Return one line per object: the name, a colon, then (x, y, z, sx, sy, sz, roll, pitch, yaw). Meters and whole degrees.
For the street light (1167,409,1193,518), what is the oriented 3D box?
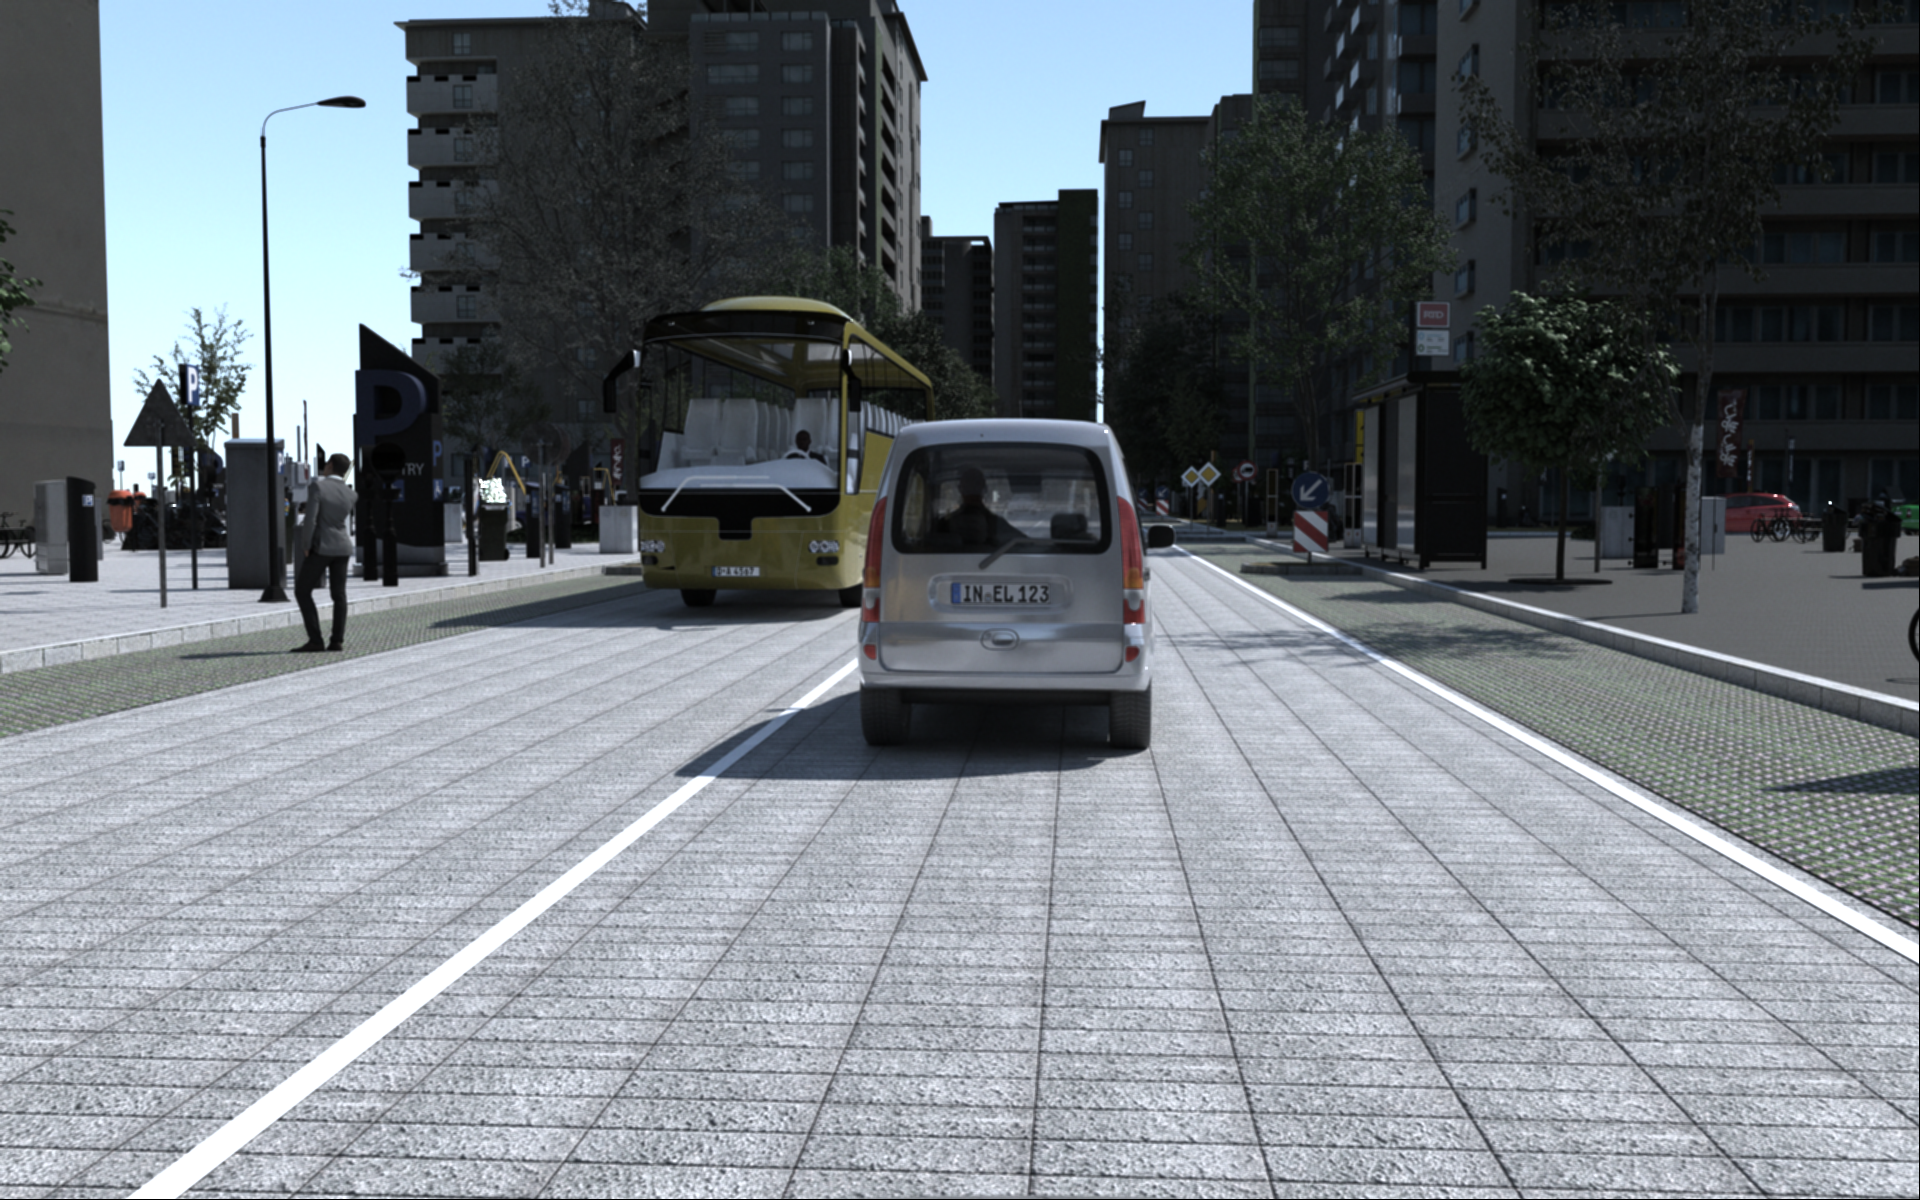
street light: (11.963, -7.443, 94.240, 1.470, 5.913, 1.316, 0, 4, 4)

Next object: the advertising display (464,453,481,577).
advertising display: (-7.687, -1.353, 27.334, 0.123, 1.923, 0.974, -1, 4, -9)

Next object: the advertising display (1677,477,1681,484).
advertising display: (26.762, -3.628, 64.537, 0.123, 1.923, 0.974, 2, 4, 24)

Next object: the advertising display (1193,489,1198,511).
advertising display: (15.946, -6.724, 115.156, 0.974, 1.923, 0.123, 0, 4, -7)

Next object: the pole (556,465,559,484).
pole: (-26.512, -7.361, 114.189, 0.158, 3.312, 0.155, 0, 3, 0)

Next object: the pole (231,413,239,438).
pole: (-18.203, -3.042, 43.580, 0.158, 3.312, 0.155, 0, 3, 0)

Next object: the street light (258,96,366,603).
street light: (-7.630, -2.928, 20.407, 1.470, 5.913, 1.316, 0, 4, 4)

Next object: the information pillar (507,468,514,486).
information pillar: (-27.763, -7.076, 107.040, 0.504, 3.616, 0.183, 2, 4, 23)

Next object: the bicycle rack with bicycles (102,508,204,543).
bicycle rack with bicycles: (-21.752, -1.925, 44.863, 2.852, 0.926, 2.925, 0, 4, 4)

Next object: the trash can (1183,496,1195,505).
trash can: (14.060, -5.776, 106.084, 0.748, 1.137, 0.748, 0, 3, 0)

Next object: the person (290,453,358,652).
person: (-5.761, -0.429, 15.697, 0.592, 1.802, 0.473, -3, 5, -44)

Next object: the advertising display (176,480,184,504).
advertising display: (-37.086, -4.718, 82.349, 0.123, 1.923, 0.974, -1, 4, -10)

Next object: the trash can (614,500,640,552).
trash can: (-7.358, -1.652, 38.661, 0.748, 1.137, 0.748, 0, 3, 0)

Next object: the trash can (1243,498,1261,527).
trash can: (11.387, -3.414, 67.465, 0.748, 1.137, 0.748, 0, 3, 0)

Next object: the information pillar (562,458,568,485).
information pillar: (-22.516, -6.579, 98.929, 0.504, 3.616, 0.183, 0, 4, -8)

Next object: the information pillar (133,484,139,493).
information pillar: (-58.586, -7.258, 123.152, 0.304, 2.012, 0.304, -3, 5, -40)

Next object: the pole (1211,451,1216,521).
pole: (11.881, -5.344, 81.222, 0.158, 3.312, 0.155, 0, 3, 0)

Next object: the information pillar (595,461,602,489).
information pillar: (-25.163, -7.903, 120.571, 0.504, 3.616, 0.183, -2, 4, -33)

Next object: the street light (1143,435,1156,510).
street light: (14.699, -9.990, 135.879, 1.470, 5.913, 1.316, 0, 4, 4)

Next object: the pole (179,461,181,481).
pole: (-48.716, -7.002, 108.319, 0.158, 3.312, 0.155, 0, 3, 0)

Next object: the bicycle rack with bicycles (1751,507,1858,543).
bicycle rack with bicycles: (22.406, -2.005, 46.162, 2.925, 0.926, 2.852, -1, 4, -12)

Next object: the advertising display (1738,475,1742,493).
advertising display: (26.853, -3.329, 59.651, 0.123, 1.923, 0.974, 2, 4, 25)

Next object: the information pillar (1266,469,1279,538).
information pillar: (9.221, -2.851, 51.108, 0.304, 2.012, 0.304, 1, 4, 17)

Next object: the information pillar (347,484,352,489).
information pillar: (-45.191, -7.574, 128.324, 0.304, 2.012, 0.304, -2, 4, -33)

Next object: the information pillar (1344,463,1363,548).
information pillar: (9.318, -2.235, 41.038, 0.304, 2.012, 0.304, -2, 4, -34)

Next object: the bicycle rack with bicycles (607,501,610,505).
bicycle rack with bicycles: (-26.663, -7.395, 134.284, 2.925, 0.926, 2.852, 3, 4, 36)

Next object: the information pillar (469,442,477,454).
information pillar: (-21.858, -5.291, 77.866, 0.183, 3.616, 0.504, 2, 4, 24)

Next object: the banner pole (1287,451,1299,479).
banner pole: (19.358, -6.760, 100.545, 0.863, 3.779, 0.401, 1, 4, 15)

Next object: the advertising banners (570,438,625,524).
advertising banners: (-11.463, -3.576, 54.649, 2.074, 3.025, 0.090, 1, 4, 18)

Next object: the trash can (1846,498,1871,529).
trash can: (30.897, -2.932, 59.598, 0.748, 1.137, 0.748, 0, 3, 0)

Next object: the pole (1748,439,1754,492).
pole: (29.335, -4.308, 64.283, 0.158, 3.312, 0.155, 0, 3, 0)

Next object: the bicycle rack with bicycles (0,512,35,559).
bicycle rack with bicycles: (-19.517, -1.269, 34.137, 2.852, 0.926, 2.925, 2, 4, 25)

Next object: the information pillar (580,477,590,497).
information pillar: (-16.051, -4.260, 74.135, 0.304, 2.012, 0.304, -3, 4, -36)

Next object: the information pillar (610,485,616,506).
information pillar: (-21.862, -6.398, 109.093, 0.304, 2.012, 0.304, 0, 4, 2)

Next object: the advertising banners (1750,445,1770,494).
advertising banners: (28.419, -4.008, 61.713, 2.074, 3.025, 0.090, -3, 5, -43)

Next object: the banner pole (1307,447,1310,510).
banner pole: (16.803, -5.704, 83.278, 0.401, 3.779, 0.863, 0, 4, 3)

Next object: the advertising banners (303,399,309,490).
advertising banners: (-12.388, -2.253, 33.029, 0.090, 3.025, 2.074, -1, 4, -15)

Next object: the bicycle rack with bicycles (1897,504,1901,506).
bicycle rack with bicycles: (57.875, -5.544, 104.019, 2.925, 0.926, 2.852, -2, 4, -31)

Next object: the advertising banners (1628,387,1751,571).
advertising banners: (12.306, -2.027, 29.329, 0.090, 3.025, 2.074, -3, 4, -36)

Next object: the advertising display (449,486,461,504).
advertising display: (-40.191, -8.113, 137.855, 0.974, 1.923, 0.123, 0, 4, -3)

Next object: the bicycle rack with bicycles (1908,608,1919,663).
bicycle rack with bicycles: (8.440, 0.083, 12.033, 2.925, 0.926, 2.852, 3, 4, 38)

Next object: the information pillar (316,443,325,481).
information pillar: (-29.188, -5.370, 79.148, 0.183, 3.616, 0.504, 1, 4, 21)

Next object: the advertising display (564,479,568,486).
advertising display: (-16.855, -4.217, 74.164, 0.123, 1.923, 0.974, -1, 4, -14)

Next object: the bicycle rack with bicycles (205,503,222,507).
bicycle rack with bicycles: (-30.842, -3.721, 74.228, 2.925, 0.926, 2.852, 1, 4, 12)

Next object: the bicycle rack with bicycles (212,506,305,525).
bicycle rack with bicycles: (-16.518, -1.830, 43.300, 2.852, 0.926, 2.925, 1, 4, 10)

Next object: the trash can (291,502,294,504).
trash can: (-30.286, -4.064, 78.106, 0.748, 1.137, 0.748, 0, 3, 0)

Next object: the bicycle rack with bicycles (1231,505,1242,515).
bicycle rack with bicycles: (16.951, -5.833, 108.748, 2.925, 0.926, 2.852, 0, 4, -7)

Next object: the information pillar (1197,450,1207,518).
information pillar: (12.892, -6.172, 92.274, 0.504, 3.616, 0.183, 2, 4, 24)
